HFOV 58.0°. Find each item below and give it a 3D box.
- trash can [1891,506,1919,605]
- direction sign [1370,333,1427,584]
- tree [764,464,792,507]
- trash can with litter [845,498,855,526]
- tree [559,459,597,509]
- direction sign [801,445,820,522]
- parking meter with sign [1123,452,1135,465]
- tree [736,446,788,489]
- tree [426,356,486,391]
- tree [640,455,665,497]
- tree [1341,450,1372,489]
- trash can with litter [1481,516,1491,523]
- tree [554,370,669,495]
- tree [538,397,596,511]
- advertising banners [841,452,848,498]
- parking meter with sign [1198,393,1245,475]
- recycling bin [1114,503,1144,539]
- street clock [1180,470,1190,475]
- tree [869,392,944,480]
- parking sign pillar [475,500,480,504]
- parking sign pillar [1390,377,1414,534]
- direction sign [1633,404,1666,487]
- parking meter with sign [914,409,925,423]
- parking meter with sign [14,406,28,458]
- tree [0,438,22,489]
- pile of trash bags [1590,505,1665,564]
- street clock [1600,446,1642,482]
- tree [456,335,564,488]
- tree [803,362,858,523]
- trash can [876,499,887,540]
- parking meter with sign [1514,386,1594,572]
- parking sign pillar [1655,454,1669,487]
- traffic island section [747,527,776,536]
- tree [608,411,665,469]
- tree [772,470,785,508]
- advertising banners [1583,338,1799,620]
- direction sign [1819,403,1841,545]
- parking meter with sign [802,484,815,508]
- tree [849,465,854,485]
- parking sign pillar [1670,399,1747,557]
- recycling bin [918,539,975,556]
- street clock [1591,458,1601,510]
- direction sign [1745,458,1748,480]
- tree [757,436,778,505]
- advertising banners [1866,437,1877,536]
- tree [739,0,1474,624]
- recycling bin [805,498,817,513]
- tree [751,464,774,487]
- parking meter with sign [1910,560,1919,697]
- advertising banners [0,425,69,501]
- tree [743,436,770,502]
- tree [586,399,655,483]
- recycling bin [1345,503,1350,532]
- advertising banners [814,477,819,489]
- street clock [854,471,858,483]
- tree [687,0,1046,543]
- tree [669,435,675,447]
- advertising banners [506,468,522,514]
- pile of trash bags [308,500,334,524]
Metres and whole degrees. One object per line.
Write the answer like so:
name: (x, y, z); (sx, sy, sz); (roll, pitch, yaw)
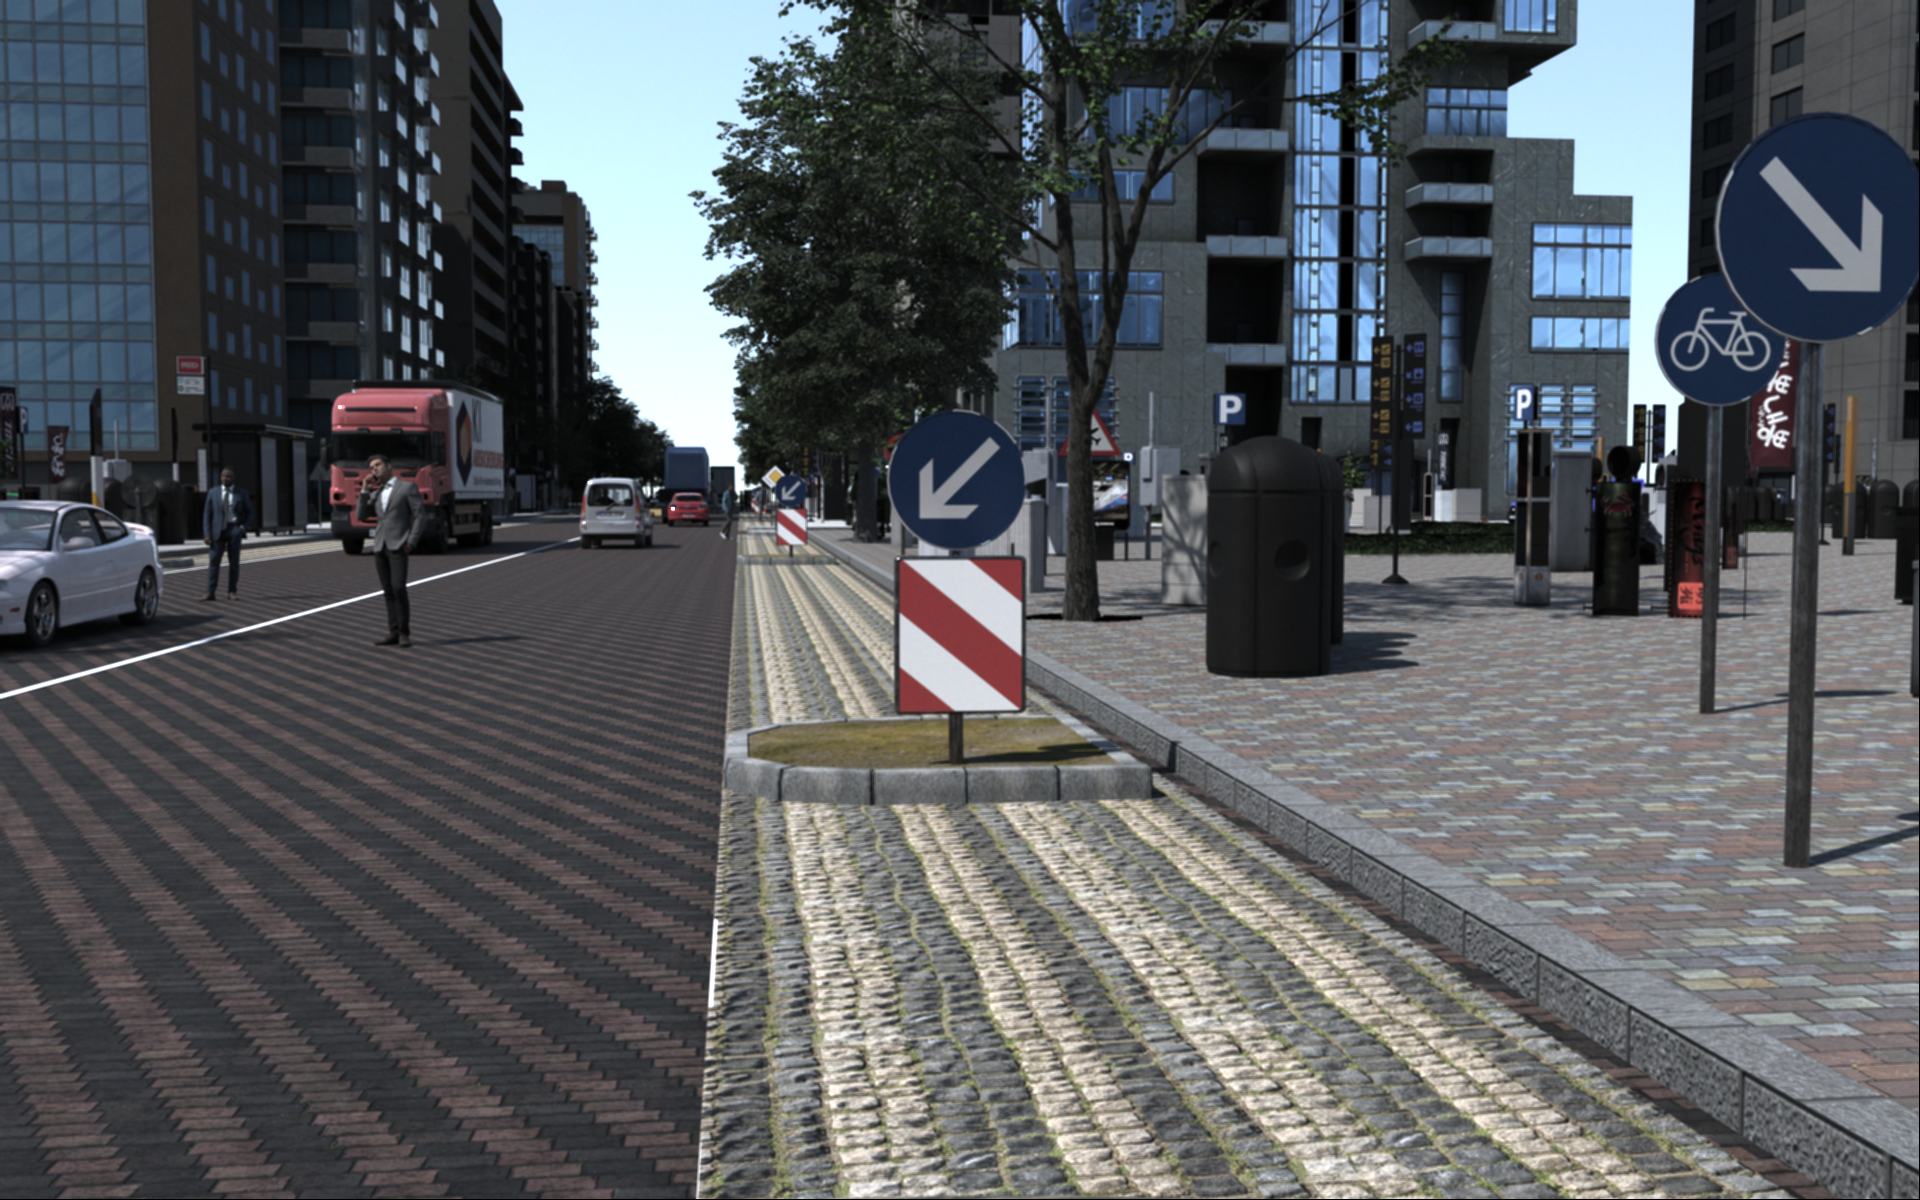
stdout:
trash can: (11.190, -0.515, 20.072); (0.748, 1.137, 0.748); (0, 3, 0)
direction sign: (6.246, -2.003, 24.754); (0.379, 3.537, 0.876); (-3, 5, -43)
tree: (-18.214, -11.597, 173.331); (4.285, 4.588, 4.351); (0, 3, 0)
trash can with litter: (-4.260, -3.581, 69.938); (0.624, 1.170, 1.055); (-1, 4, -22)
tree: (-32.461, -9.987, 146.995); (4.285, 4.588, 4.351); (0, 3, 0)
direction sign: (-6.926, -5.404, 80.345); (0.876, 3.537, 0.379); (0, 4, 1)
parking meter with sign: (6.560, -4.618, 71.767); (0.543, 3.016, 1.738); (3, 4, 36)
tree: (-32.894, -22.877, 291.045); (9.611, 12.733, 9.660); (0, 3, 0)
tree: (-26.895, -8.640, 91.634); (4.737, 8.622, 4.395); (0, 3, 0)
tree: (-48.147, -20.219, 264.984); (7.601, 10.594, 8.767); (2, 4, 26)
tree: (17.273, -5.050, 77.170); (1.663, 3.219, 1.824); (0, 3, 0)
trash can with litter: (23.238, -4.047, 77.559); (1.055, 1.170, 0.624); (2, 4, 27)
tree: (-37.006, -16.604, 178.133); (9.857, 13.997, 8.962); (0, 3, 0)
tree: (-31.375, -11.504, 138.453); (4.360, 8.622, 3.978); (0, 3, 0)
advertising banners: (-4.751, -4.725, 73.444); (0.090, 3.025, 2.074); (1, 4, 12)
parking meter with sign: (4.558, -2.117, 30.867); (0.543, 3.016, 1.738); (0, 4, -7)
recycling bin: (4.805, -2.274, 49.740); (0.722, 1.027, 0.722); (-3, 4, -36)
street clock: (6.706, -2.911, 52.162); (0.471, 2.002, 0.358); (1, 4, 15)
tree: (-0.707, -2.354, 33.091); (1.663, 3.219, 1.824); (0, 3, 0)
parking sign pillar: (-27.223, -6.609, 96.535); (1.447, 3.967, 1.447); (2, 4, 33)
parking sign pillar: (10.309, -3.178, 40.435); (1.447, 3.967, 1.447); (1, 4, 12)
direction sign: (17.368, -3.163, 43.714); (0.876, 3.537, 0.379); (-1, 4, -10)
parking meter with sign: (-0.021, -2.392, 35.367); (1.738, 3.016, 0.543); (-1, 4, -18)
parking meter with sign: (-19.475, -2.329, 34.343); (1.738, 3.016, 0.543); (-1, 4, -12)
tree: (-18.392, -2.304, 32.265); (1.663, 3.219, 1.824); (0, 3, 0)
pile of trash bags: (11.330, -1.327, 31.449); (3.447, 1.369, 1.912); (-3, 5, -42)
street clock: (9.953, -1.311, 26.000); (0.358, 2.002, 0.471); (-2, 4, -24)
tree: (-27.278, -10.276, 102.427); (8.767, 10.594, 7.601); (2, 4, 25)
tree: (-5.842, -7.705, 76.346); (4.360, 8.622, 3.978); (0, 3, 0)
trash can: (-2.424, -2.278, 48.895); (0.748, 1.137, 0.748); (0, 3, 0)
parking meter with sign: (10.007, -1.971, 28.481); (1.738, 3.016, 0.543); (-1, 4, -16)
parking sign pillar: (42.159, -7.040, 103.579); (1.447, 3.967, 1.447); (-2, 4, -30)
traffic island section: (-6.374, -2.318, 60.175); (2.009, 0.180, 2.903); (0, 4, -7)
tree: (-45.181, -19.934, 236.283); (12.009, 13.543, 11.850); (0, 3, 0)
tree: (-13.841, -8.591, 135.063); (1.663, 3.219, 1.824); (0, 3, 0)
advertising banners: (7.550, -1.324, 17.828); (2.074, 3.025, 0.090); (2, 4, 25)
direction sign: (21.783, -3.159, 43.655); (0.379, 3.537, 0.876); (0, 4, 1)
parking meter with sign: (-11.889, -8.532, 135.760); (0.543, 3.016, 1.738); (-3, 5, -43)
tree: (-6.714, -6.386, 99.014); (1.663, 3.219, 1.824); (0, 3, 0)
parking sign pillar: (15.455, -2.885, 35.639); (1.447, 3.967, 1.447); (2, 4, 24)
recycling bin: (-0.171, -0.886, 27.035); (0.722, 1.027, 0.722); (2, 4, 33)
street clock: (12.612, -1.839, 34.633); (0.358, 2.002, 0.471); (0, 4, -7)
direction sign: (42.000, -6.194, 93.262); (0.876, 3.537, 0.379); (1, 4, 18)
tree: (-21.707, -15.386, 201.931); (4.737, 8.622, 4.395); (0, 3, 0)
advertising banners: (27.442, -3.443, 52.481); (0.090, 3.025, 2.074); (3, 5, 43)
tree: (1.374, -5.607, 17.431); (9.928, 11.665, 9.643); (0, 3, 0)
recycling bin: (-10.281, -6.548, 119.618); (0.722, 1.027, 0.722); (-1, 4, -19)
tree: (-29.694, -18.973, 260.577); (4.360, 8.622, 3.978); (0, 3, 0)
parking meter with sign: (6.687, -0.925, 11.388); (0.543, 3.016, 1.738); (3, 4, 39)
advertising banners: (-23.602, -2.914, 43.833); (2.074, 3.025, 0.090); (-3, 5, -44)
tree: (-30.064, -21.458, 268.960); (7.486, 12.596, 7.792); (0, 3, 0)
tree: (-40.742, -17.569, 204.264); (9.611, 12.733, 9.660); (0, 3, 0)
recycling bin: (10.559, -2.234, 49.074); (0.722, 1.027, 0.722); (3, 5, 41)
advertising banners: (-7.309, -5.920, 92.985); (0.090, 3.025, 2.074); (-2, 4, -35)
street clock: (-2.919, -2.899, 51.975); (0.471, 2.002, 0.358); (1, 4, 10)
tree: (-2.522, -8.479, 45.293); (9.857, 13.997, 8.962); (0, 3, 0)
tree: (-51.233, -23.329, 288.084); (9.857, 13.997, 8.962); (0, 3, 0)
advertising banners: (-29.548, -7.243, 114.610); (0.090, 3.025, 2.074); (-3, 5, -40)
pile of trash bags: (-28.011, -3.942, 74.207); (3.447, 1.369, 1.912); (-3, 5, -40)
